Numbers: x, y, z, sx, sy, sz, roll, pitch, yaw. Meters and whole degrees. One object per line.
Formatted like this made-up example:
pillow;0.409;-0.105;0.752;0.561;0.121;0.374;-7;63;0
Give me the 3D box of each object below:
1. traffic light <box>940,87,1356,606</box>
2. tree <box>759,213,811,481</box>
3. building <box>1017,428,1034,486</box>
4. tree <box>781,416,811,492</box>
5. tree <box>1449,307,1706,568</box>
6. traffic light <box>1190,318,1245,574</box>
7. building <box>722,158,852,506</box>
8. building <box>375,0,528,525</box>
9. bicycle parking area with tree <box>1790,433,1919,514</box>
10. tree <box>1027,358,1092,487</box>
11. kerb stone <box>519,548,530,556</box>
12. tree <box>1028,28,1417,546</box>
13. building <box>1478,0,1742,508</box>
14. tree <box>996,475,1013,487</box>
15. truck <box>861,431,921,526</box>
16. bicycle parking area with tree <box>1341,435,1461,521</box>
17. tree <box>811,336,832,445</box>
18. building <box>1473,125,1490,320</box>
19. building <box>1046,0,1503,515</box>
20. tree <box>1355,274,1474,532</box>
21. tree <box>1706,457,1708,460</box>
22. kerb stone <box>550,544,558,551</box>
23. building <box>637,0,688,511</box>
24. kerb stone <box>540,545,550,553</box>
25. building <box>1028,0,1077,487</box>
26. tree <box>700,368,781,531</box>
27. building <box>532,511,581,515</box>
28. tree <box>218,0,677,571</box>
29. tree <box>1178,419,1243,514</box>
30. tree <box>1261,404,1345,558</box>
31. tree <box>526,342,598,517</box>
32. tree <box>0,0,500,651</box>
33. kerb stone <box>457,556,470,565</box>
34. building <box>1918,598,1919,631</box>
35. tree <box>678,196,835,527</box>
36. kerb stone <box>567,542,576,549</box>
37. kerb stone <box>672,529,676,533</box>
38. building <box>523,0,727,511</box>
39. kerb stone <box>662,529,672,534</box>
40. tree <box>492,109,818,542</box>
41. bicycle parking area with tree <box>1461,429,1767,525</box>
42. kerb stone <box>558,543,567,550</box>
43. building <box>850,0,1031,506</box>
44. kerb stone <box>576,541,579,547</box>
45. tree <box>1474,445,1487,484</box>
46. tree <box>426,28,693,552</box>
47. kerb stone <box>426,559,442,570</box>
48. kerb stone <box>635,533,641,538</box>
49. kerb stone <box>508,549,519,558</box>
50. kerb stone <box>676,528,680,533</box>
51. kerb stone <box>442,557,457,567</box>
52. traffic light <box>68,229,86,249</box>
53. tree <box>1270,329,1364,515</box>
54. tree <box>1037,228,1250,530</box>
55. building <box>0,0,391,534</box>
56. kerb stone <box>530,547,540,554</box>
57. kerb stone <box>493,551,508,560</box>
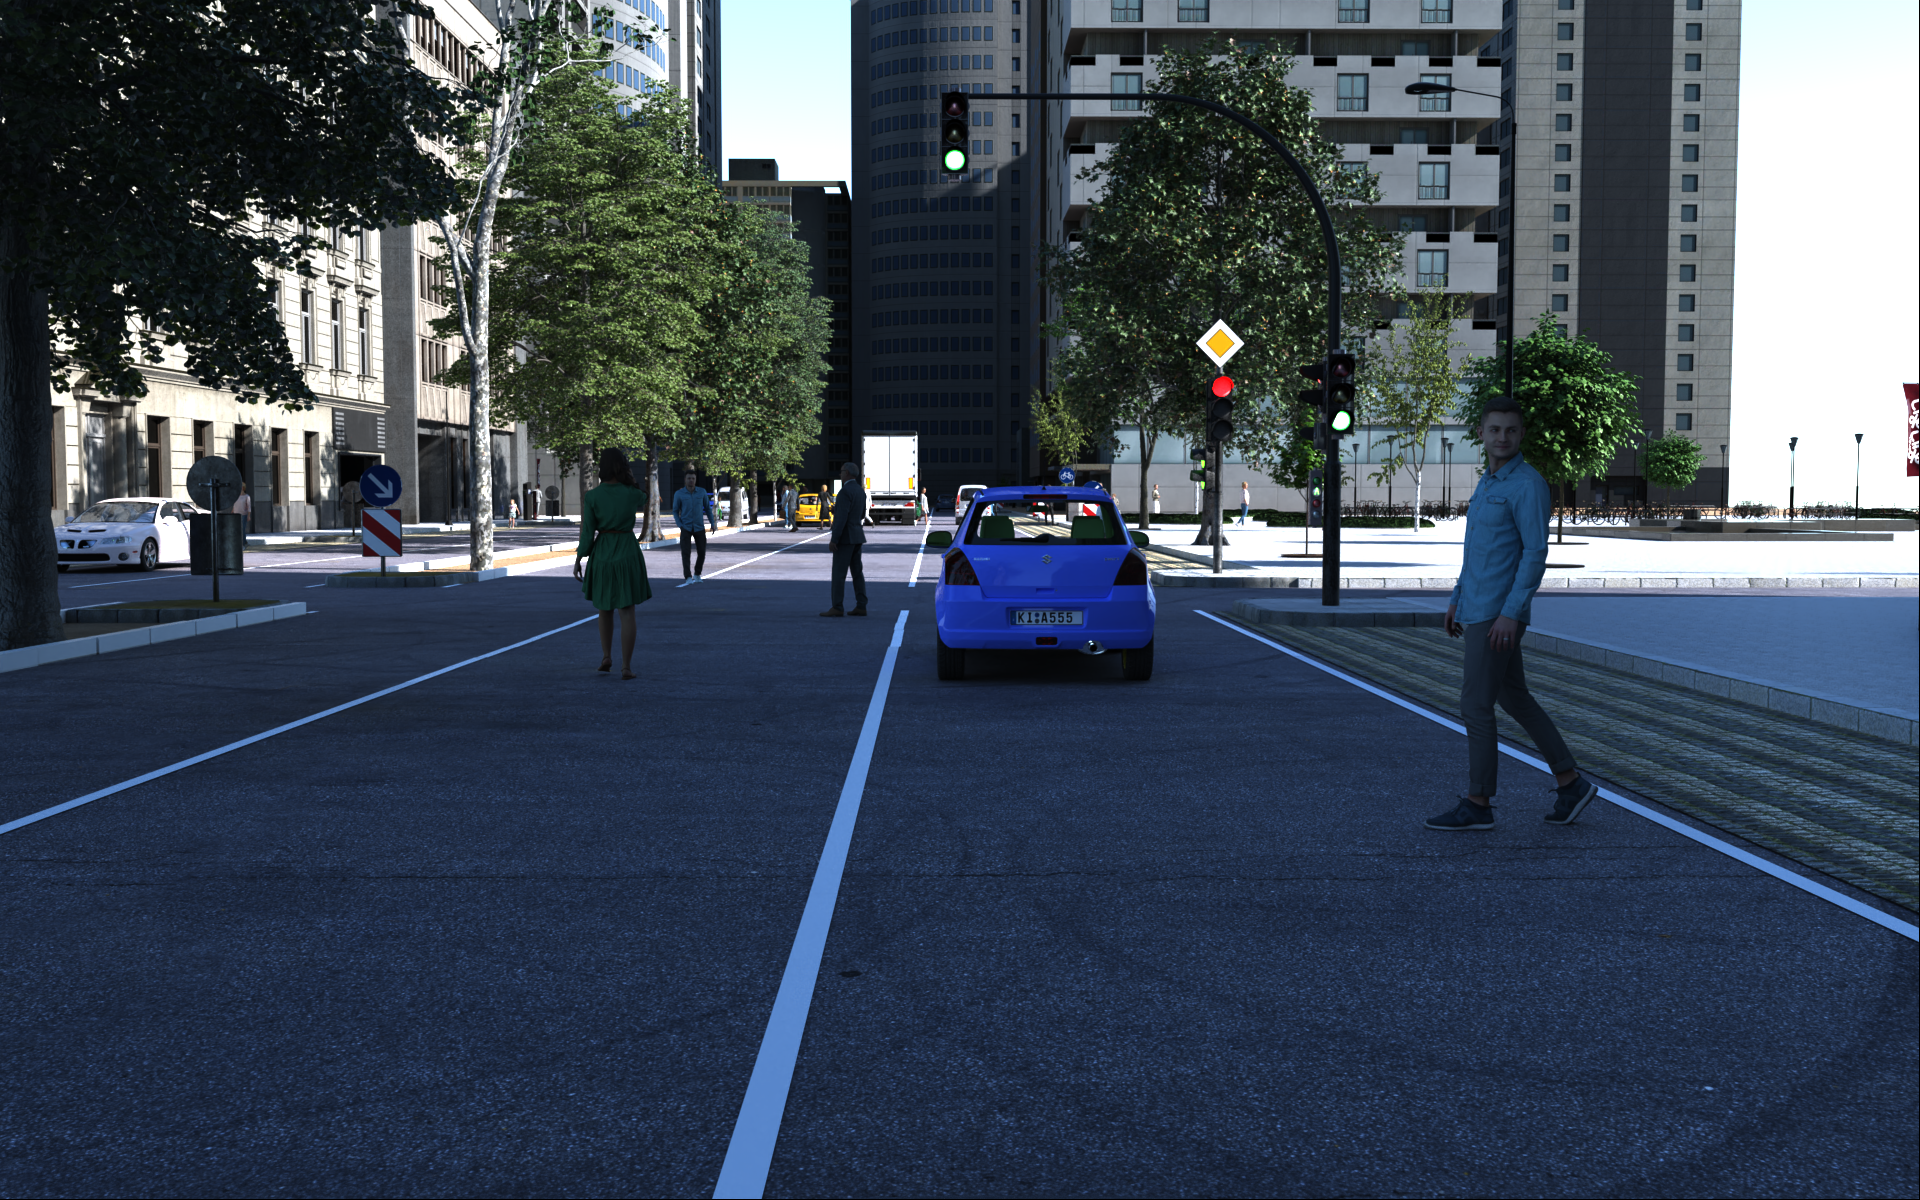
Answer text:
traffic light;2.158;-2.755;19.710;4.771;5.953;1.251;0;4;-1
tree;-9.476;-8.534;60.110;7.486;12.596;7.792;0;3;0
building;17.197;-51.860;160.587;22.319;86.520;31.000;0;4;-1
tree;-9.748;-8.470;91.296;4.737;8.622;4.395;0;3;0
tree;10.209;-2.862;30.515;4.285;4.588;4.351;0;3;0
traffic light;4.143;-2.382;27.863;0.839;4.253;0.868;0;4;-1
building;-24.289;-31.274;203.218;23.993;40.220;32.217;0;4;-1
building;-28.911;-16.126;81.689;12.078;24.808;19.932;0;4;-1
bicycle parking area with tree;42.392;-5.969;84.593;9.016;4.147;8.231;0;4;7
tree;5.701;-8.598;90.944;4.737;8.622;4.395;0;3;0
kerb stone;-10.203;-1.096;40.111;0.120;0.150;1.000;0;4;-1
tree;6.333;-7.703;42.956;9.611;12.733;9.660;0;3;0
building;60.501;-44.601;167.470;20.611;71.187;20.563;0;4;-1
tree;4.246;-10.774;170.750;1.663;3.219;1.824;0;3;0
truck;-3.256;-5.700;82.114;2.839;4.237;11.283;0;4;-1
bicycle parking area with tree;22.972;-6.082;86.443;8.231;4.147;9.016;-2;4;-32
tree;-10.083;-9.978;83.730;7.486;12.596;7.792;0;3;0
building;43.114;-29.825;171.232;14.086;41.232;14.154;0;4;-1
building;20.114;-32.352;118.196;28.713;52.752;27.495;0;4;-1
tree;15.398;-6.609;58.423;4.737;8.622;4.395;0;3;0
tree;35.229;-6.245;85.820;4.285;4.588;4.351;0;3;0
kerb stone;-10.246;-1.284;43.190;0.120;0.150;1.000;0;4;-1
building;-33.963;-36.371;136.661;21.231;58.520;28.212;0;4;-1
kerb stone;-10.220;-1.219;42.165;0.120;0.150;1.000;0;4;-1
building;12.926;-29.915;139.229;14.600;45.320;14.200;0;4;-1
tree;-9.394;-6.949;66.431;4.737;8.622;4.395;0;3;0
building;-32.873;-41.203;111.921;20.563;71.187;20.611;0;4;-1
tree;-10.130;-10.650;32.473;12.611;20.169;13.585;0;3;0
tree;12.410;-8.468;88.807;4.360;8.622;3.978;0;3;0
tree;7.164;-2.484;35.209;1.663;3.219;1.824;0;3;0
tree;-22.412;-9.925;96.683;8.767;10.594;7.601;1;4;17
tree;-8.678;-6.520;15.709;9.857;13.997;8.962;0;3;0
kerb stone;-10.137;-0.783;34.995;0.120;0.150;1.000;0;4;-1
building;18.772;-28.233;3.617;21.231;58.520;28.212;0;4;-1
tree;-9.792;-10.142;74.935;9.857;13.997;8.962;0;3;0
kerb stone;-10.260;-1.409;45.241;0.120;0.150;1.000;0;4;-1
kerb stone;-10.500;-2.474;62.647;0.120;0.150;1.000;0;4;-1
building;-34.187;-44.538;166.455;20.611;71.187;20.563;0;4;-1
kerb stone;-10.479;-2.412;61.625;0.120;0.150;1.000;0;4;-1
tree;-9.203;-8.074;51.476;9.611;12.733;9.660;0;3;0
bicycle parking area with tree;28.191;-5.396;75.226;8.231;4.147;9.016;-1;4;-22
kerb stone;-10.259;-1.345;44.218;0.120;0.150;1.000;0;4;-1
building;1.890;-40.066;197.080;28.212;58.520;21.231;0;4;-1
kerb stone;-10.283;-1.472;46.263;0.120;0.150;1.000;0;4;-1
tree;16.325;-3.573;53.025;1.663;3.219;1.824;0;3;0
tree;-9.334;-7.478;42.845;7.486;12.596;7.792;0;3;0
kerb stone;-10.108;-0.657;32.942;0.120;0.150;1.000;0;4;-1
kerb stone;-10.417;-2.098;56.503;0.120;0.150;1.000;0;4;-1
kerb stone;-10.190;-1.030;39.089;0.120;0.150;1.000;0;4;-1
kerb stone;-10.509;-2.533;63.670;0.120;0.150;1.000;0;4;-1
kerb stone;-10.121;-0.720;33.972;0.120;0.150;1.000;0;4;-1
traffic light;-16.326;-3.238;27.612;4.771;5.953;1.251;0;4;-1
tree;15.167;-7.475;72.579;4.360;8.622;3.978;0;3;0
tree;6.801;-8.344;62.187;9.928;11.665;9.643;0;3;0
building;-30.647;-16.692;49.329;17.030;29.872;44.131;0;4;-1
kerb stone;-10.212;-1.157;41.137;0.120;0.150;1.000;0;4;-1
kerb stone;-10.175;-0.969;38.061;0.120;0.150;1.000;0;4;-1
